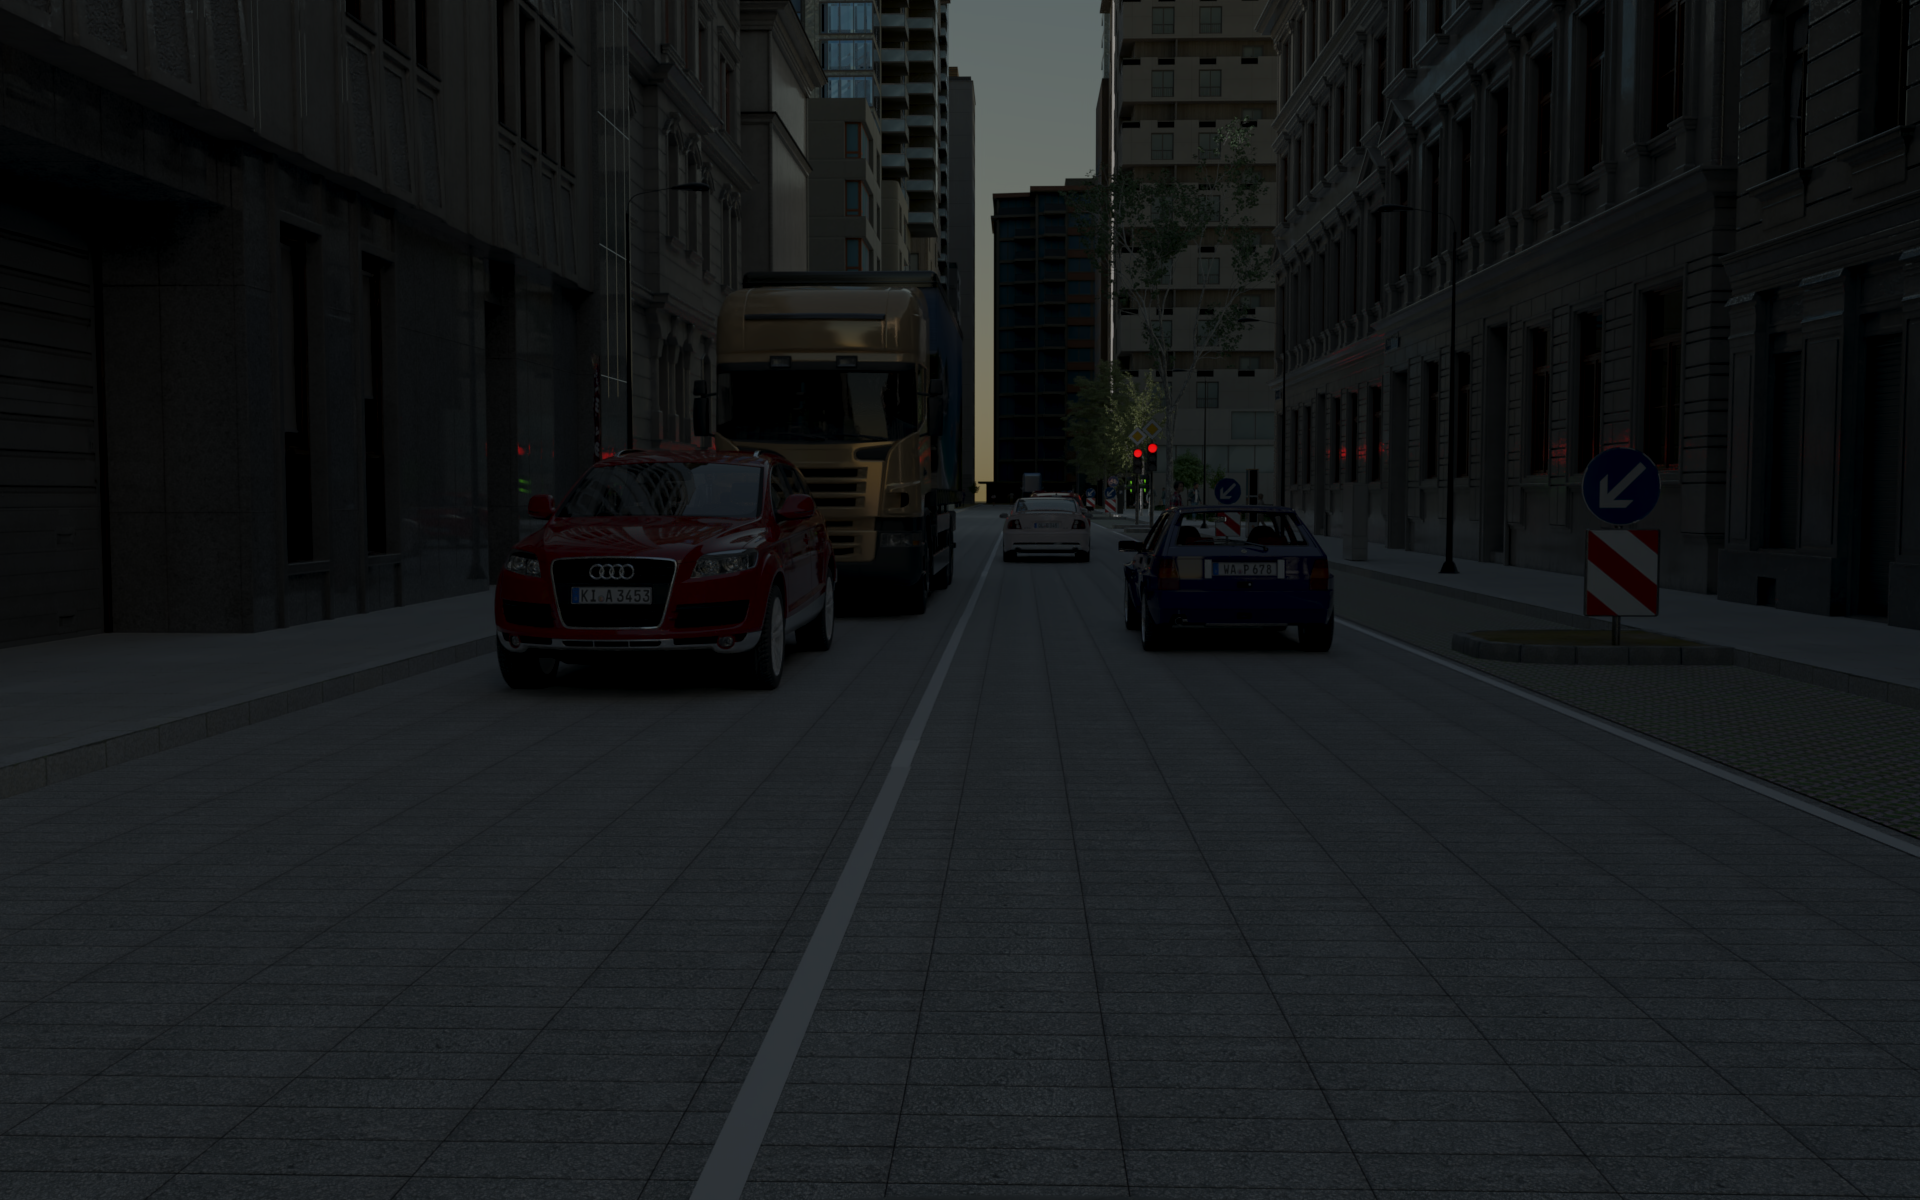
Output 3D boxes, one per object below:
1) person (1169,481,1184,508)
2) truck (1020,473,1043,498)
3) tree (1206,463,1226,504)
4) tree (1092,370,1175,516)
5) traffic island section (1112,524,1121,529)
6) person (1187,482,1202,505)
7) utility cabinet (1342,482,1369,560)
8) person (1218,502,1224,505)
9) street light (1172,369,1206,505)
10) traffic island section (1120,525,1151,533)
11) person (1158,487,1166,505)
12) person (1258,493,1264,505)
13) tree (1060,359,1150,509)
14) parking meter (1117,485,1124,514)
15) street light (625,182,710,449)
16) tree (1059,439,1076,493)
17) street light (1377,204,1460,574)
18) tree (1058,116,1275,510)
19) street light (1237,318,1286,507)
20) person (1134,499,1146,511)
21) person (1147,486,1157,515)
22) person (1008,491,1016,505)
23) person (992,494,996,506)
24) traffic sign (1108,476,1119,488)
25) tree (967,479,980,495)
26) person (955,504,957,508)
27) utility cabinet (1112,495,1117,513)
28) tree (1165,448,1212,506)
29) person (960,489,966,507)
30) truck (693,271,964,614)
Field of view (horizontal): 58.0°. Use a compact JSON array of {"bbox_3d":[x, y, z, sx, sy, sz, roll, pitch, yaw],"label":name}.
[{"bbox_3d":[4.774,-1.790,38.597,0.643,1.720,0.563,1,4,13],"label":"person"},{"bbox_3d":[9.095,-13.823,215.758,2.967,4.110,18.799,0,4,1],"label":"truck"},{"bbox_3d":[16.519,-7.038,109.669,1.663,3.219,1.824,0,3,0],"label":"tree"},{"bbox_3d":[10.391,-9.223,101.156,4.737,8.622,4.395,0,3,0],"label":"tree"},{"bbox_3d":[7.444,-3.080,72.646,2.009,0.180,2.903,0,4,2],"label":"traffic island section"},{"bbox_3d":[11.028,-4.583,80.952,0.794,1.824,0.713,-1,4,-14],"label":"person"},{"bbox_3d":[7.670,-1.522,33.556,0.318,1.500,1.173,0,4,4],"label":"utility cabinet"},{"bbox_3d":[10.310,-3.601,67.920,0.362,1.759,0.519,1,4,15],"label":"person"},{"bbox_3d":[8.555,-5.614,64.334,1.470,5.913,1.316,0,4,2],"label":"street light"},{"bbox_3d":[7.170,-2.592,64.665,2.009,0.180,2.903,0,4,2],"label":"traffic island section"},{"bbox_3d":[16.342,-8.134,139.023,0.794,1.824,0.713,-2,4,-34],"label":"person"},{"bbox_3d":[9.675,-2.777,55.716,0.640,1.303,0.475,0,4,-1],"label":"person"},{"bbox_3d":[12.293,-13.902,145.430,7.486,12.596,7.792,0,3,0],"label":"tree"},{"bbox_3d":[10.302,-6.468,111.464,0.399,1.863,0.255,-1,4,-10],"label":"parking meter"},{"bbox_3d":[-4.430,-3.269,25.997,1.470,5.913,1.316,0,4,2],"label":"street light"},{"bbox_3d":[14.961,-16.808,225.177,4.360,8.622,3.978,0,3,0],"label":"tree"},{"bbox_3d":[7.377,-3.385,27.887,1.470,5.913,1.316,0,4,2],"label":"street light"},{"bbox_3d":[11.657,-14.140,87.086,12.611,20.169,13.585,0,3,0],"label":"tree"},{"bbox_3d":[7.997,-4.476,45.722,1.470,5.913,1.316,0,4,2],"label":"street light"},{"bbox_3d":[13.545,-7.288,130.692,1.012,1.151,0.738,0,4,0],"label":"person"},{"bbox_3d":[11.604,-6.007,104.441,0.661,1.801,0.590,1,4,21],"label":"person"},{"bbox_3d":[6.554,-12.956,220.338,1.348,1.824,0.705,-2,4,-30],"label":"person"},{"bbox_3d":[3.978,-11.915,206.504,0.628,1.438,0.799,-2,4,-24],"label":"person"},{"bbox_3d":[10.841,-7.483,122.453,0.768,2.556,0.104,0,4,4],"label":"traffic sign"},{"bbox_3d":[1.872,-13.765,219.662,1.663,3.219,1.824,0,3,0],"label":"tree"},{"bbox_3d":[-0.565,-9.231,157.411,0.683,1.767,0.568,1,4,17],"label":"person"},{"bbox_3d":[10.689,-6.654,119.948,0.306,1.237,1.020,-1,4,-8],"label":"utility cabinet"},{"bbox_3d":[15.842,-8.400,121.054,4.285,4.588,4.351,0,3,0],"label":"tree"},{"bbox_3d":[0.285,-10.273,174.448,0.683,1.767,0.568,1,4,16],"label":"person"},{"bbox_3d":[-1.412,-2.152,24.101,2.839,4.237,11.283,0,4,2],"label":"truck"}]
